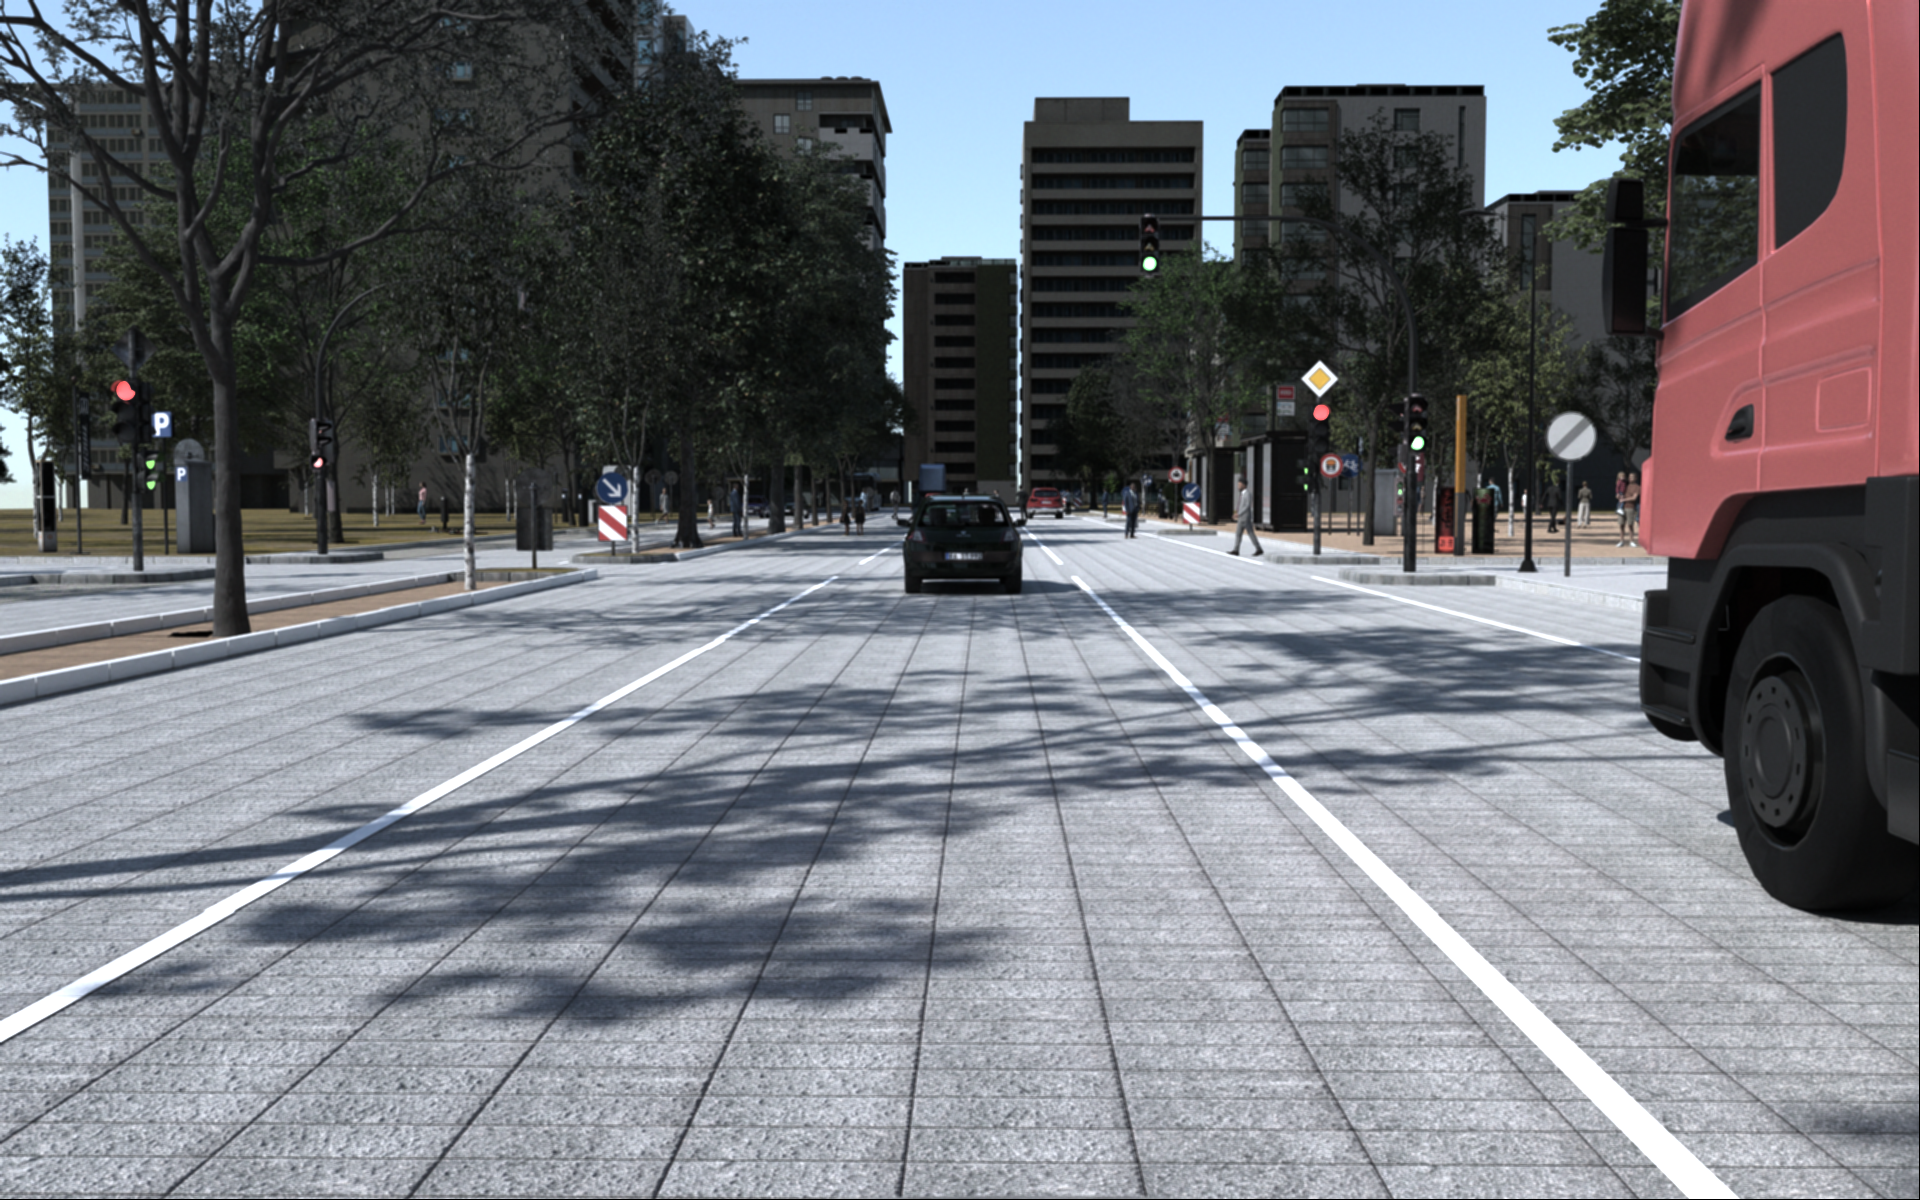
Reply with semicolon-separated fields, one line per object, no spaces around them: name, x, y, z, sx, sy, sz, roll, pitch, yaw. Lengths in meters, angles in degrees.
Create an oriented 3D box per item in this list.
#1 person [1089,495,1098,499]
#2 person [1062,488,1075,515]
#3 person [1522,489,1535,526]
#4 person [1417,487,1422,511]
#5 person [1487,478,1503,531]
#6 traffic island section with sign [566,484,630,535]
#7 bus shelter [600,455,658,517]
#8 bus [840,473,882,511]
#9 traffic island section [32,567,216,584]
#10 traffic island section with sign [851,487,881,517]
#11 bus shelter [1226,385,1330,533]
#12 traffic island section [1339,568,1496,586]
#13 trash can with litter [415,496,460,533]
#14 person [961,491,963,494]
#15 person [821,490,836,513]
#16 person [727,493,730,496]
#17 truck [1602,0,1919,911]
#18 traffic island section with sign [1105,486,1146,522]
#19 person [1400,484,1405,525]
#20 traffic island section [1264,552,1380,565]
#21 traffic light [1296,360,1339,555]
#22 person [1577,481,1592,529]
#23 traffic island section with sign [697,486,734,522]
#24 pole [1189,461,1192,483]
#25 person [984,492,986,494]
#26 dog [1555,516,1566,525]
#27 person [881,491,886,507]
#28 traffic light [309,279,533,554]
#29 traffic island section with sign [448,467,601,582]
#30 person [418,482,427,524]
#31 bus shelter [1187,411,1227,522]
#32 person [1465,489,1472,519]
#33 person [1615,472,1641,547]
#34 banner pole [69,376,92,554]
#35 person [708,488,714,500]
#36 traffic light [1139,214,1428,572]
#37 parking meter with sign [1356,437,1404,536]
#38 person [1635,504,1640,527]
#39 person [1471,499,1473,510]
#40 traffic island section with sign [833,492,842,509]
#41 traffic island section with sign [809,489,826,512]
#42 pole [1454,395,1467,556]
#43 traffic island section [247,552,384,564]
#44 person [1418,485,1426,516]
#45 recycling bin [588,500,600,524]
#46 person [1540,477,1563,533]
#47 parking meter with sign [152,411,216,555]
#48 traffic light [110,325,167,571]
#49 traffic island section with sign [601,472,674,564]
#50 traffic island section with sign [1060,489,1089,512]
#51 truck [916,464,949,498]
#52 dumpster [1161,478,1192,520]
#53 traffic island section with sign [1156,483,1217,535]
person;14.837;-11.215;191.993;0.705;1.807;1.348;-3;4;-37
person;7.395;-6.748;118.812;1.348;1.826;0.705;-2;4;-35
person;22.965;-3.753;69.995;0.503;1.515;0.523;1;4;10
person;16.372;-3.453;62.520;0.581;1.822;0.654;2;4;23
person;18.047;-3.237;58.832;0.748;1.841;0.638;-3;5;-40
traffic island section with sign;-12.843;-3.249;61.750;1.989;1.847;2.006;0;4;1
bus shelter;-16.105;-5.494;83.753;2.014;3.302;5.546;0;4;1
bus;-8.230;-9.234;145.843;2.948;3.499;13.247;0;4;0
traffic island section;-13.720;-0.405;28.898;2.009;0.180;2.903;0;4;1
traffic island section with sign;-5.926;-6.326;111.560;2.006;1.907;1.989;0;4;1
bus shelter;11.210;-5.115;61.268;2.179;5.291;8.768;0;4;1
traffic island section;7.418;-0.383;28.542;2.009;0.180;2.903;0;4;1
trash can with litter;-17.198;-2.845;57.574;1.678;1.210;2.233;-1;4;-22
person;0.275;-10.465;180.320;1.217;1.743;0.721;-1;4;-14
person;-10.095;-7.565;132.706;1.217;1.766;0.721;2;4;24
person;-18.309;-7.809;134.543;1.217;1.723;0.721;-1;4;-9
truck;3.866;-0.831;2.505;2.839;4.237;11.283;0;4;2
traffic island section with sign;8.418;-4.878;88.381;1.989;1.847;2.006;0;4;1
person;18.588;-4.045;72.357;0.473;1.802;0.592;0;4;-5
traffic island section;7.551;-0.871;36.526;2.009;0.180;2.903;0;4;1
traffic light;7.511;-2.905;36.413;0.839;4.253;0.868;0;4;1
person;23.145;-3.522;64.183;0.519;1.759;0.362;1;4;12
traffic island section with sign;-12.398;-4.897;88.701;1.989;1.847;2.006;0;4;1
pole;14.303;-6.947;107.426;0.158;3.312;0.155;0;3;0
person;2.592;-10.659;183.714;0.756;1.711;0.436;1;4;22
dog;24.690;-3.265;71.112;0.550;0.427;0.748;-2;4;-28
person;-8.400;-10.985;188.935;0.721;1.723;1.217;2;4;29
traffic light;-11.454;-3.797;36.747;4.771;5.953;1.251;0;4;1
traffic island section with sign;-7.300;-1.278;29.025;2.006;1.907;1.989;0;4;1
person;-23.151;-4.189;74.539;0.555;1.821;0.388;3;4;38
bus shelter;11.918;-6.339;81.270;2.179;5.291;8.768;0;4;1
person;26.003;-5.111;89.391;0.659;1.850;0.755;2;4;29
person;16.186;-2.208;42.112;0.580;1.828;0.573;-1;4;-9
banner pole;-18.820;-2.882;37.142;0.401;3.779;0.863;0;4;-1
person;-23.096;-9.435;160.319;0.705;1.823;1.348;1;4;9
traffic light;5.285;-3.282;28.322;4.771;5.953;1.251;0;4;1
parking meter with sign;12.958;-3.451;52.680;1.738;3.016;0.543;2;4;26
person;26.386;-3.402;67.158;1.012;1.151;0.738;3;5;40
person;27.392;-4.982;92.168;0.362;1.253;0.373;2;4;28
traffic island section with sign;-11.109;-9.623;165.957;1.989;1.847;2.006;0;4;1
traffic island section with sign;-11.570;-7.951;138.622;1.989;1.847;2.006;0;4;1
pole;10.344;-2.567;35.808;0.158;3.312;0.155;0;3;0
traffic island section;-13.587;-0.893;36.882;2.009;0.180;2.903;0;4;1
person;26.809;-5.753;100.444;0.599;1.781;0.374;-1;4;-15
recycling bin;-16.023;-3.834;75.244;0.722;1.027;0.722;0;4;6
person;19.584;-3.131;57.018;0.755;1.850;0.659;-2;4;-32
parking meter with sign;-16.512;-2.515;37.386;0.543;3.016;1.738;1;4;21
traffic light;-13.680;-2.437;28.763;0.839;4.253;0.868;0;4;1
traffic island section with sign;-7.168;-1.731;36.431;2.006;1.907;1.989;0;4;1
traffic island section with sign;9.256;-7.943;138.502;1.989;1.847;2.006;0;4;1
truck;-2.434;-9.722;148.714;2.967;4.110;18.799;0;4;0
dumpster;11.044;-5.219;87.830;1.502;2.255;1.985;0;4;1
traffic island section with sign;7.971;-3.211;61.121;1.989;1.847;2.006;0;4;1
